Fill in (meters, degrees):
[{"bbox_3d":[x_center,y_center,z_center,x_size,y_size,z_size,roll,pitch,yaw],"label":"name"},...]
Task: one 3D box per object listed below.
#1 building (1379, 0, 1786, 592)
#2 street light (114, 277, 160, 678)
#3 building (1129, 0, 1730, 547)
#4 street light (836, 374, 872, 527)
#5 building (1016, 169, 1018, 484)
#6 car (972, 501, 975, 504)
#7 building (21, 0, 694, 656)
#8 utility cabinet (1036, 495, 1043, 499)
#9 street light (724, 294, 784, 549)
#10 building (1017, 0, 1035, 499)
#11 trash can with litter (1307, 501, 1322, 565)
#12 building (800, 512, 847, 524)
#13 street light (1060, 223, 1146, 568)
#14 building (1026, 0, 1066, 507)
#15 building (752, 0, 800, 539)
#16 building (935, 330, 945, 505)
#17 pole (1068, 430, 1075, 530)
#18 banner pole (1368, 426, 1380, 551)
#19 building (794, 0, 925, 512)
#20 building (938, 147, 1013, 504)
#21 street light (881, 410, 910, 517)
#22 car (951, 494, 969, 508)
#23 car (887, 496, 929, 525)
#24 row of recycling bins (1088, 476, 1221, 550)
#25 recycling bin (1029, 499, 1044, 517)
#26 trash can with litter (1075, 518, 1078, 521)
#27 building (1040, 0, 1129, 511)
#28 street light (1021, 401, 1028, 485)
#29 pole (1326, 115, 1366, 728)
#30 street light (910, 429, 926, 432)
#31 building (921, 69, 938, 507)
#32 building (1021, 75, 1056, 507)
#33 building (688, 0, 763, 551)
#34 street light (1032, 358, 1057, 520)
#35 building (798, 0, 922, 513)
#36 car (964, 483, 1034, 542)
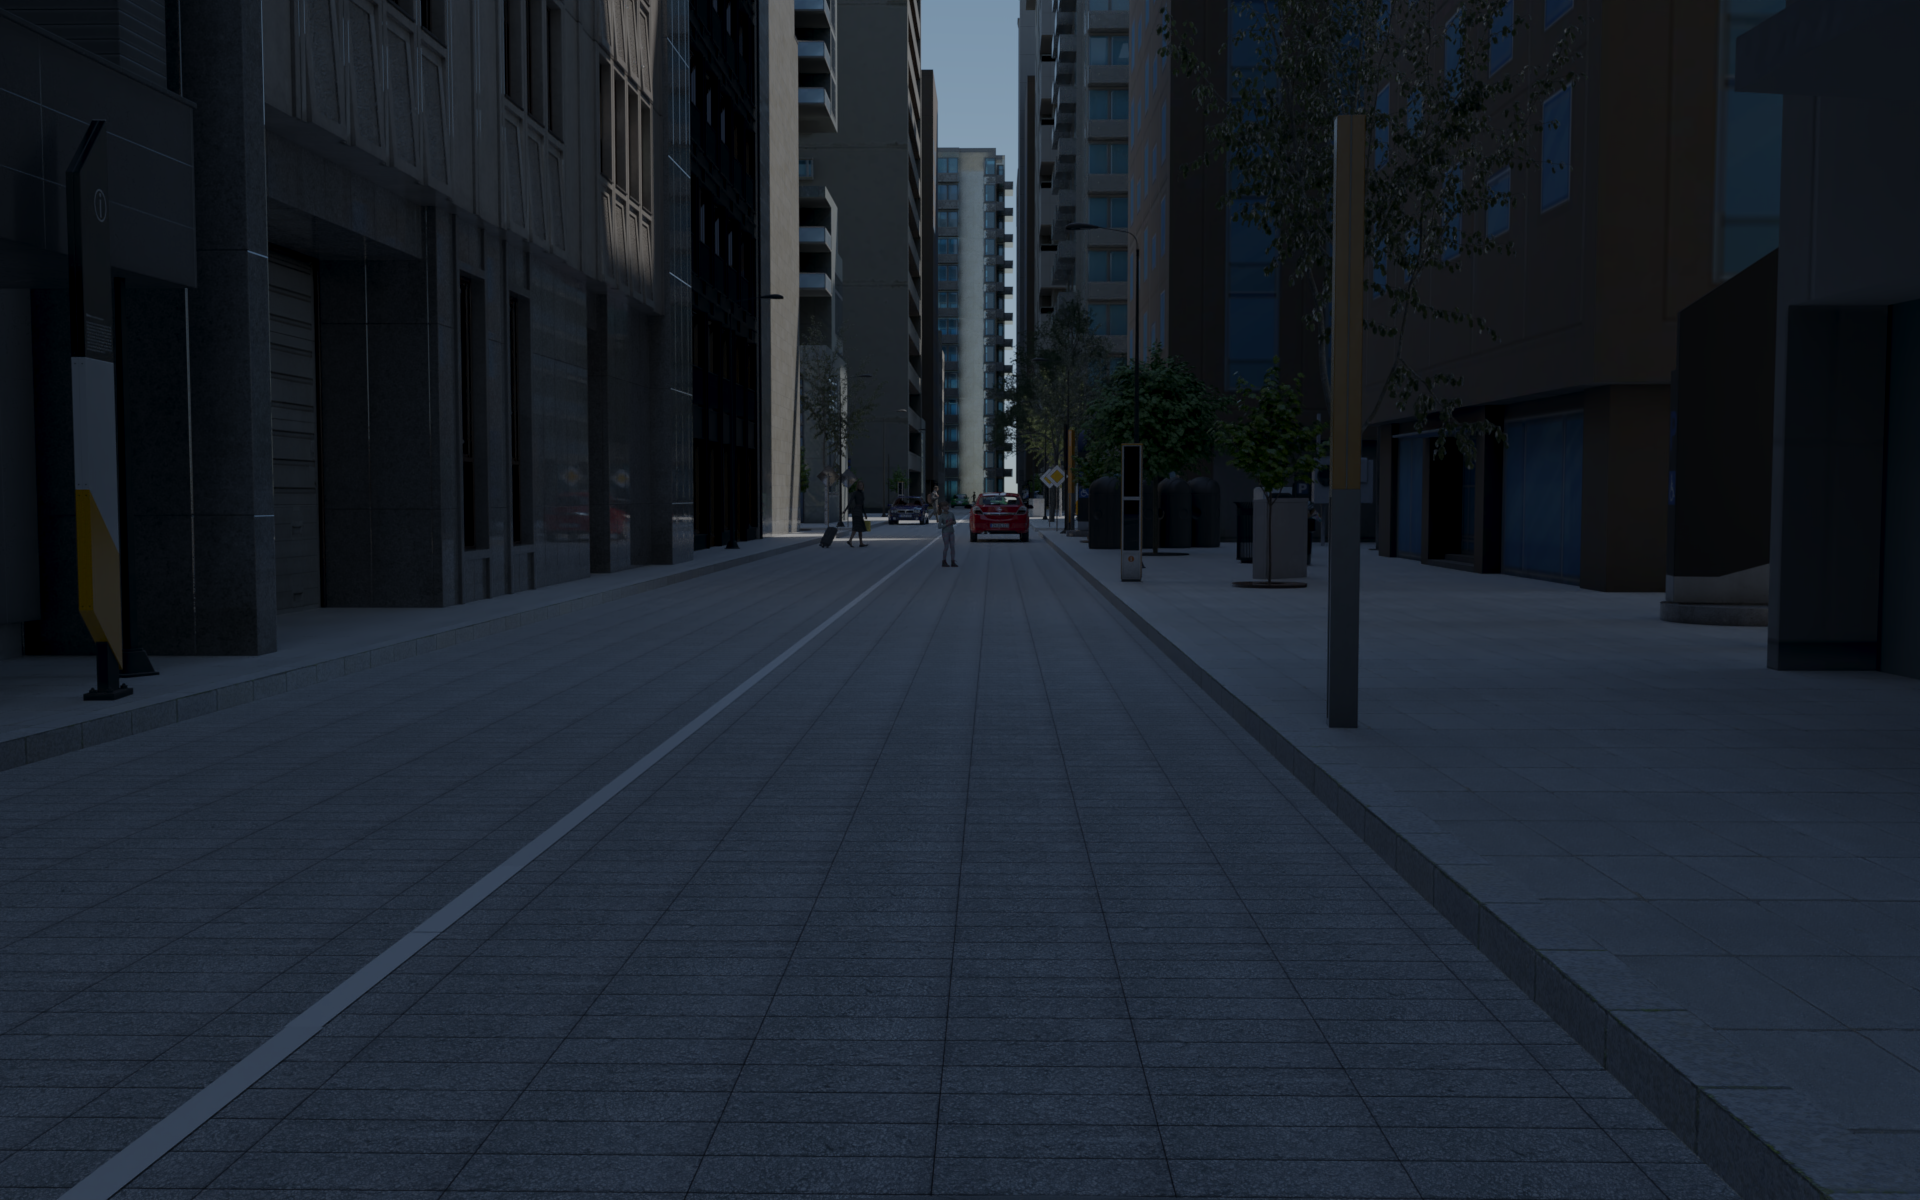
[{"bbox_3d":[15.103,-23.098,27.759,14.600,45.320,14.200,0,4,1],"label":"building"},{"bbox_3d":[-5.319,-2.416,12.045,1.470,5.913,1.316,0,4,1],"label":"street light"},{"bbox_3d":[12.476,-24.520,51.015,14.600,45.320,14.200,0,4,1],"label":"building"},{"bbox_3d":[-4.108,-5.799,67.355,1.470,5.913,1.316,0,4,1],"label":"street light"},{"bbox_3d":[14.675,-35.584,231.914,14.200,45.320,14.600,0,4,1],"label":"building"},{"bbox_3d":[1.669,-4.938,92.534,2.131,1.459,4.920,0,4,3],"label":"car"},{"bbox_3d":[-11.363,-12.536,22.994,12.078,24.808,19.932,0,4,1],"label":"building"},{"bbox_3d":[5.124,-6.118,111.195,0.306,1.237,1.020,0,4,-6],"label":"utility cabinet"},{"bbox_3d":[-4.790,-4.148,40.364,1.470,5.913,1.316,0,4,1],"label":"street light"},{"bbox_3d":[17.285,-40.444,203.255,21.231,58.520,28.212,0,4,1],"label":"building"},{"bbox_3d":[5.899,-1.203,31.064,1.055,1.170,0.624,-1,4,-22],"label":"trash can with litter"},{"bbox_3d":[-16.626,-47.443,88.361,22.319,86.520,31.000,0,4,1],"label":"building"},{"bbox_3d":[2.499,-3.502,29.804,1.470,5.913,1.316,0,4,1],"label":"street light"},{"bbox_3d":[20.641,-34.961,160.857,28.713,52.752,27.495,0,4,1],"label":"building"},{"bbox_3d":[-13.981,-12.171,53.748,16.860,20.320,10.420,0,4,1],"label":"building"},{"bbox_3d":[-16.607,-22.055,205.634,28.899,21.520,27.650,0,4,1],"label":"building"},{"bbox_3d":[3.539,-3.741,55.007,0.158,3.312,0.155,0,3,0],"label":"pole"},{"bbox_3d":[9.664,-3.011,39.246,0.401,3.779,0.863,-3,4,-36],"label":"banner pole"},{"bbox_3d":[-14.126,-51.605,156.417,22.319,86.520,31.000,0,4,1],"label":"building"},{"bbox_3d":[-8.002,-37.775,237.228,30.456,49.044,23.786,0,4,1],"label":"building"},{"bbox_3d":[-3.658,-7.524,95.564,1.470,5.913,1.316,0,4,1],"label":"street light"},{"bbox_3d":[0.022,-10.286,176.972,1.959,1.807,4.718,0,4,2],"label":"car"},{"bbox_3d":[-2.413,-4.232,81.769,1.945,1.354,3.894,0,4,3],"label":"car"},{"bbox_3d":[4.672,-2.075,41.043,3.534,1.692,1.069,-2,4,-28],"label":"row of recycling bins"},{"bbox_3d":[4.239,-5.069,95.430,0.722,1.027,0.722,-1,4,-17],"label":"recycling bin"},{"bbox_3d":[6.105,-4.406,83.089,1.678,1.210,2.233,-2,4,-31],"label":"trash can with litter"},{"bbox_3d":[18.044,-30.986,126.236,23.786,49.044,30.456,0,4,1],"label":"building"},{"bbox_3d":[3.704,-6.946,86.104,1.470,5.913,1.316,0,4,1],"label":"street light"},{"bbox_3d":[2.110,-0.956,9.472,0.158,3.312,0.155,0,3,0],"label":"pole"},{"bbox_3d":[-3.089,-9.220,123.293,1.470,5.913,1.316,0,4,1],"label":"street light"},{"bbox_3d":[-9.414,-32.418,180.142,14.600,45.320,14.200,0,4,1],"label":"building"},{"bbox_3d":[13.816,-32.551,182.323,14.600,45.320,14.200,0,4,1],"label":"building"},{"bbox_3d":[-11.929,-12.919,40.902,12.332,23.373,15.834,0,4,1],"label":"building"},{"bbox_3d":[3.152,-5.303,59.249,1.470,5.913,1.316,0,4,1],"label":"street light"},{"bbox_3d":[-13.849,-30.581,123.708,21.300,48.544,21.600,0,4,1],"label":"building"},{"bbox_3d":[1.196,-2.696,53.119,2.155,1.783,4.494,0,4,1],"label":"car"}]
